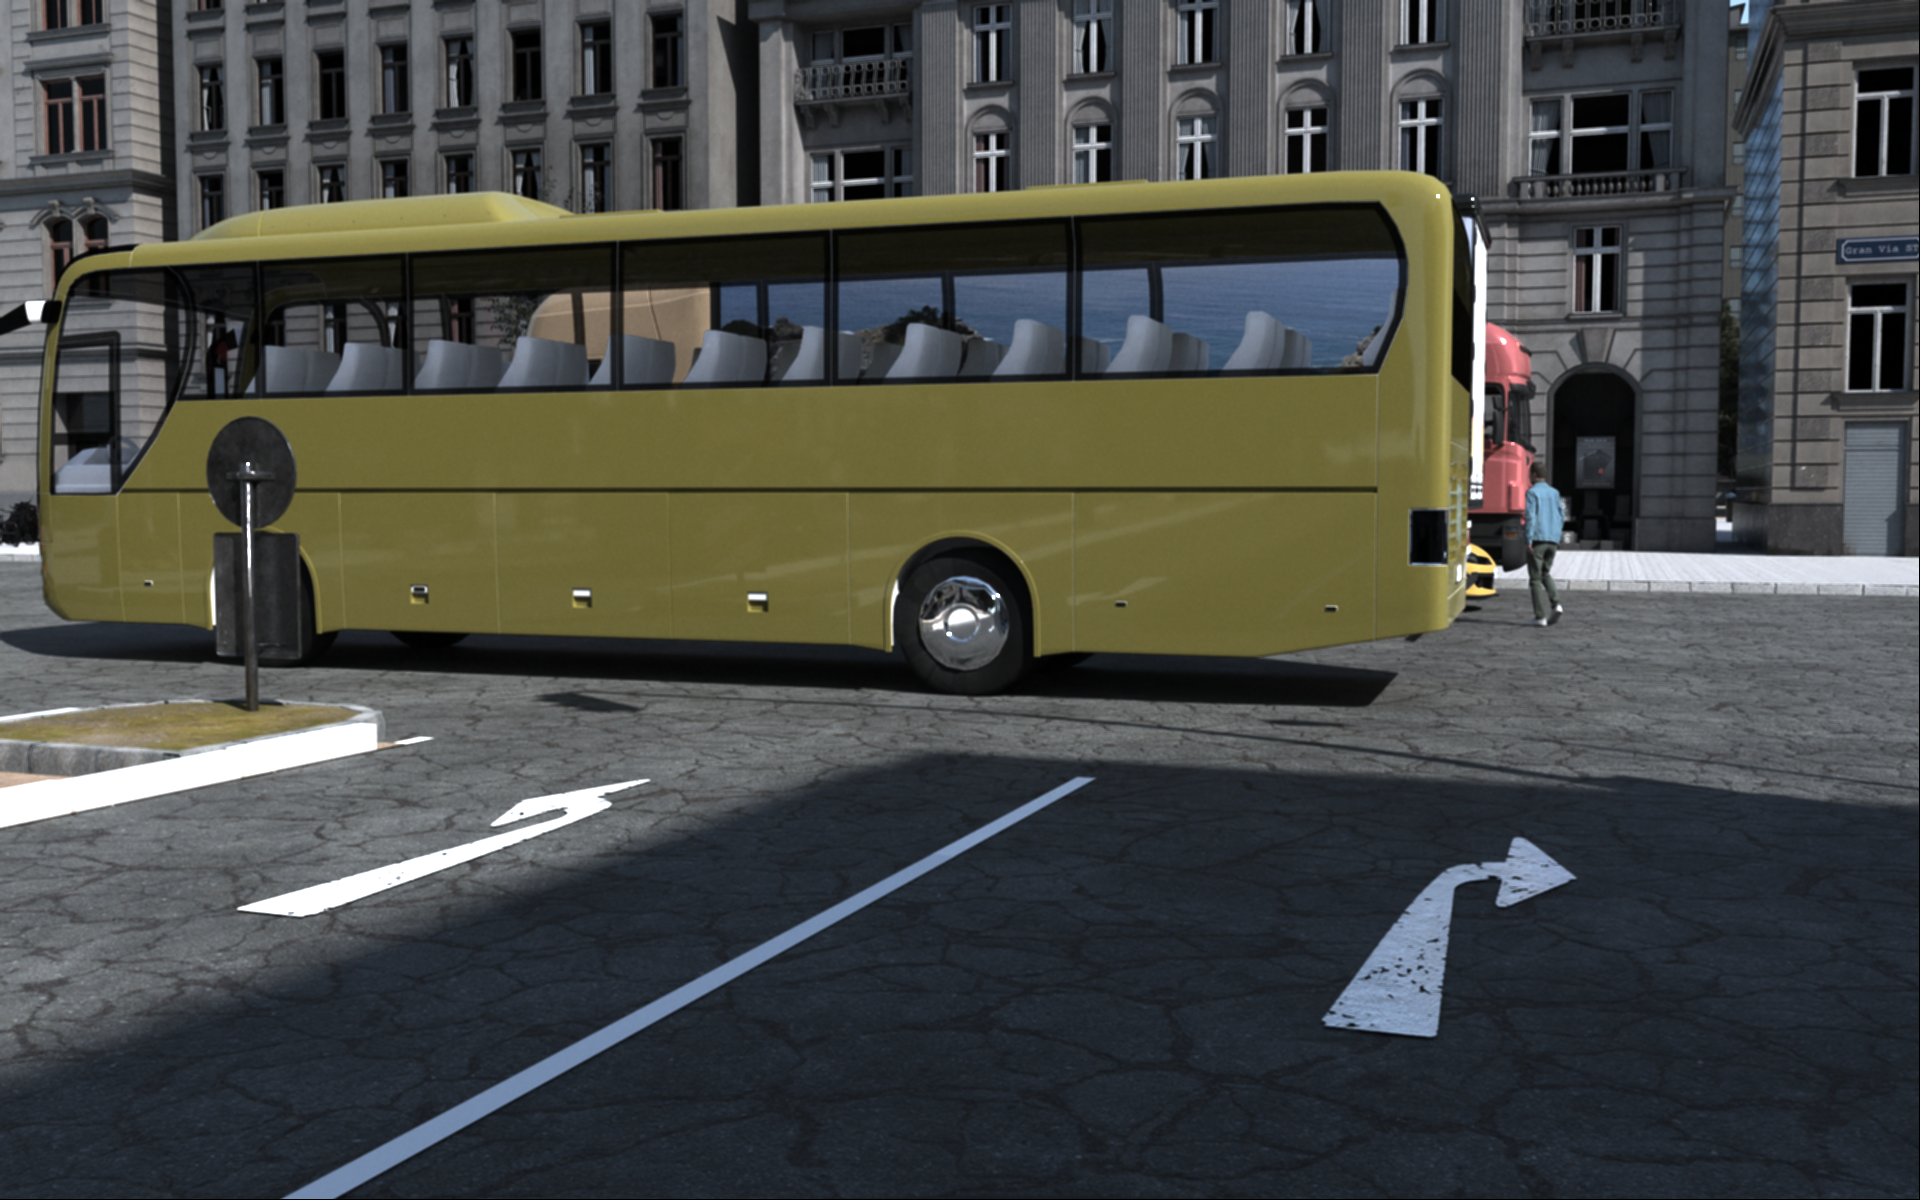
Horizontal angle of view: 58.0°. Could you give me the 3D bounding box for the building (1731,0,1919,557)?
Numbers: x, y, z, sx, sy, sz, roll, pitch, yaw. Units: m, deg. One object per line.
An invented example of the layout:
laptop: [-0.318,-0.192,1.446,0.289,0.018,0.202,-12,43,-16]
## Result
building: [30.124,-14.615,36.220,25.104,27.353,12.463,1,4,21]

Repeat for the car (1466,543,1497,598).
car: [4.762,-0.723,22.048,3.980,1.641,2.015,1,4,20]

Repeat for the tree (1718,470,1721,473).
tree: [63.523,-14.061,151.952,6.751,12.117,7.091,0,3,0]

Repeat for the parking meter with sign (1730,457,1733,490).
parking meter with sign: [37.190,-5.213,81.495,1.738,3.016,0.543,1,4,23]

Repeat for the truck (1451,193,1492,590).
truck: [-0.099,-1.850,19.157,11.283,4.237,2.839,1,4,19]

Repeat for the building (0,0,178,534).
building: [-32.633,-16.707,60.555,23.554,28.519,14.401,1,4,21]

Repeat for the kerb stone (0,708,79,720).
kerb stone: [-5.458,0.752,9.901,0.120,0.150,1.000,1,4,21]

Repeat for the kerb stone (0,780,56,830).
kerb stone: [-4.202,0.912,7.285,0.120,0.150,1.000,1,4,21]

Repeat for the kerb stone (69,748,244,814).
kerb stone: [-3.838,0.862,8.243,0.120,0.150,1.000,1,4,21]

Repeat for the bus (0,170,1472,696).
bus: [-2.255,-1.384,14.174,12.252,3.916,2.896,1,4,19]

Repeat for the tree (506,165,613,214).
tree: [-9.229,-5.481,39.972,4.360,8.622,3.978,0,3,0]

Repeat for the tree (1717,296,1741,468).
tree: [46.007,-12.152,106.103,7.806,13.903,7.818,0,3,0]

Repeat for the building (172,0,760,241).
building: [-13.113,-12.404,51.951,18.267,20.994,9.793,1,4,21]

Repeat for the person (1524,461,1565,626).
person: [6.305,-0.604,18.725,0.601,1.785,0.444,-1,4,-21]

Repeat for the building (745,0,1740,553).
building: [7.653,-12.516,46.444,24.055,21.916,13.314,1,4,21]

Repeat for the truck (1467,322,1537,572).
truck: [3.299,-2.251,25.718,11.283,4.237,2.839,1,4,21]

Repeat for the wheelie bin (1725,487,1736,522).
wheelie bin: [35.128,-4.332,78.731,0.693,1.594,0.980,1,4,20]

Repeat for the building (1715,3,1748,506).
building: [94.156,-36.868,192.022,27.495,52.752,28.713,1,4,21]

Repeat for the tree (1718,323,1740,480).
tree: [51.906,-13.141,121.517,9.857,13.997,8.962,0,3,0]

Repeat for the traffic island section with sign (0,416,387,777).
traffic island section with sign: [-4.395,-0.095,9.684,2.006,1.907,1.989,1,4,21]

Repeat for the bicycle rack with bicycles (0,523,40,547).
bicycle rack with bicycles: [-23.164,-1.822,43.175,2.925,0.926,2.852,2,4,31]

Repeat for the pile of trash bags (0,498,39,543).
pile of trash bags: [-24.839,-2.302,47.397,1.912,1.369,3.447,-1,4,-11]

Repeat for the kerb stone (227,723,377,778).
kerb stone: [-3.484,0.794,9.208,0.120,0.150,1.000,1,4,21]
